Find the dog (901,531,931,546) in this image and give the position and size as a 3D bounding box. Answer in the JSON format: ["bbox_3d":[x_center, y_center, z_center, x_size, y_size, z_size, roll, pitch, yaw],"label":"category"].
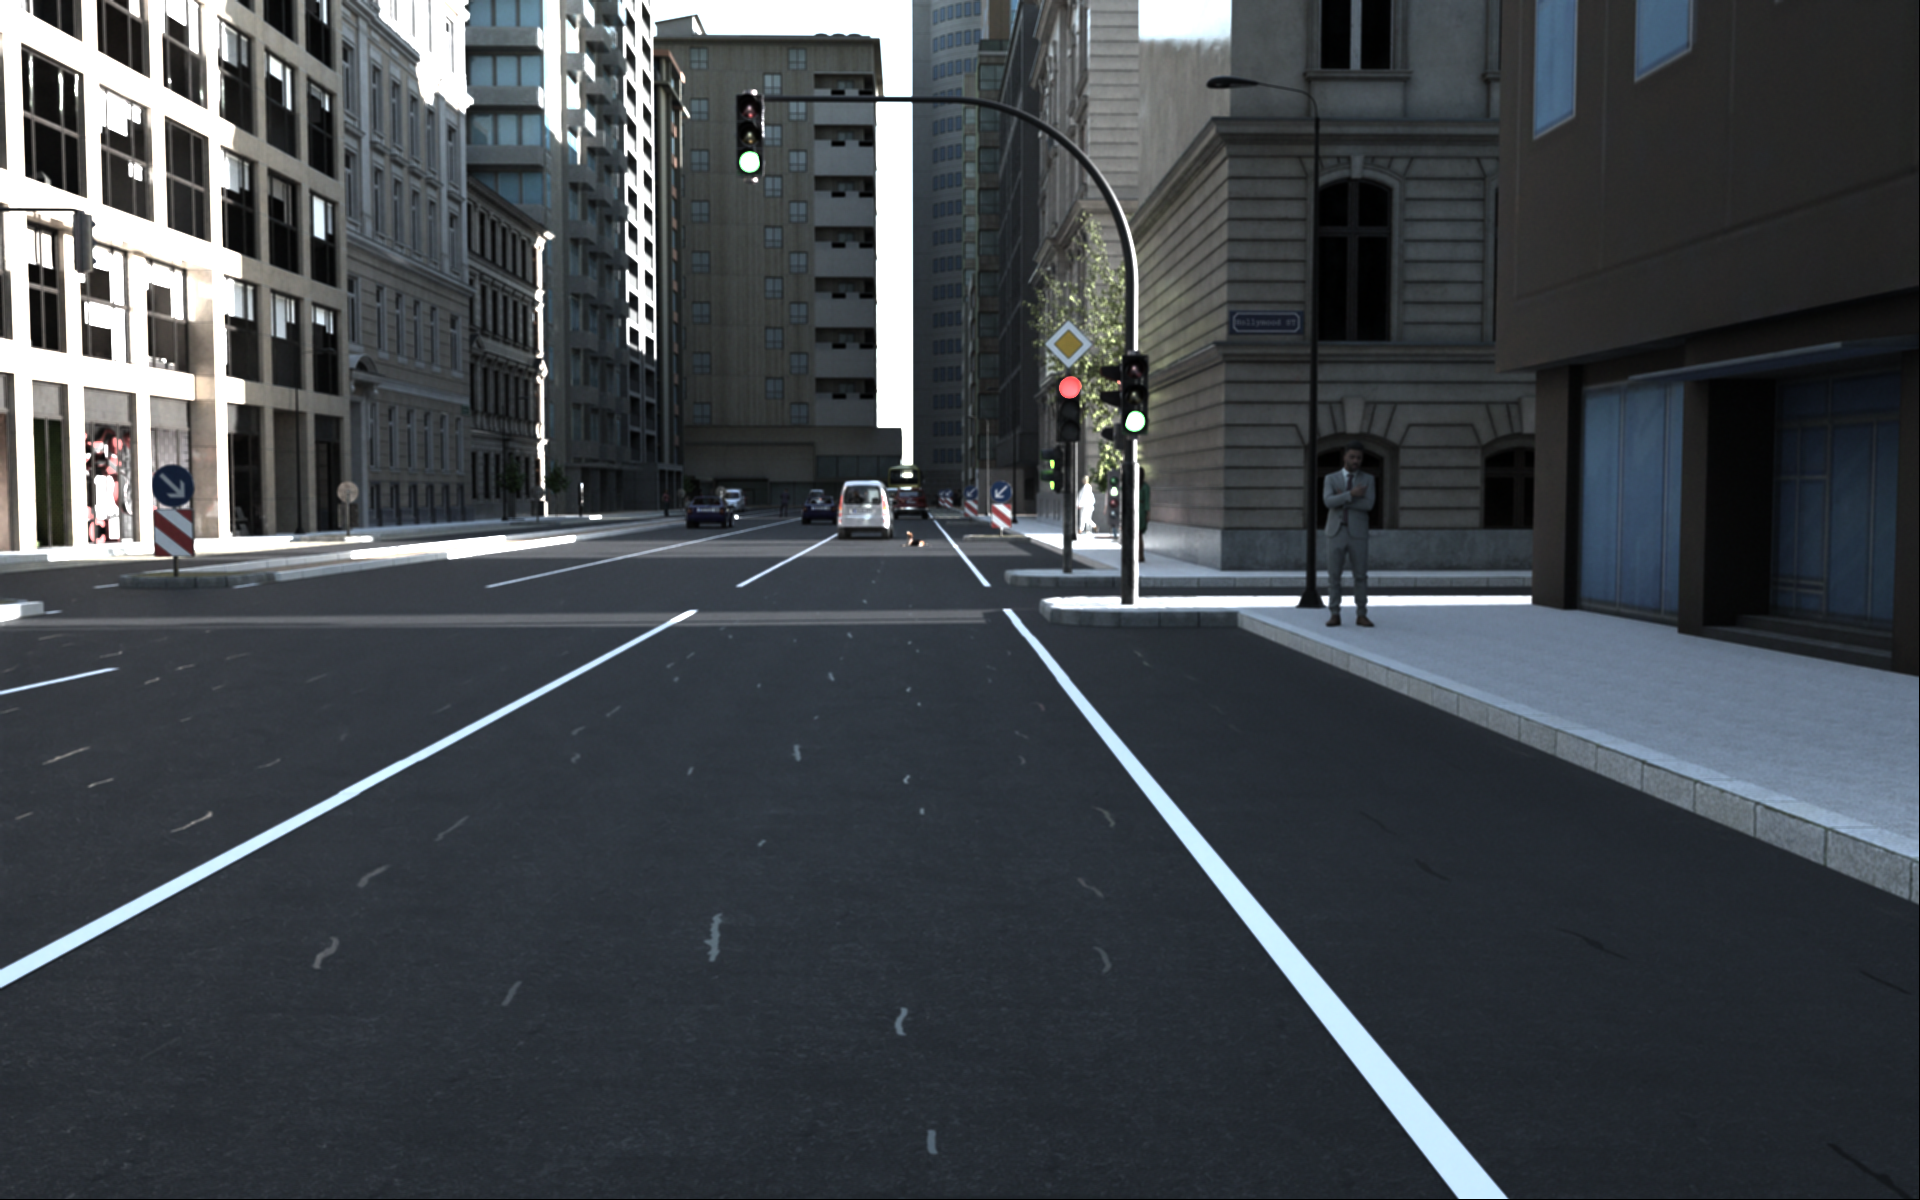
[{"bbox_3d":[-1.217,-1.686,47.766,0.748,0.427,0.550,2,4,27],"label":"dog"}]

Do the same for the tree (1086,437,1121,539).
[{"bbox_3d":[4.282,-3.388,49.999,1.663,3.219,1.824,0,3,0],"label":"tree"}]

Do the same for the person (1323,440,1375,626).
[{"bbox_3d":[3.768,-0.644,16.758,0.511,1.800,0.466,0,4,-2],"label":"person"}]

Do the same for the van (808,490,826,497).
[{"bbox_3d":[-13.695,-9.791,167.092,2.013,2.044,4.112,0,4,0],"label":"van"}]

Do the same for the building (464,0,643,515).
[{"bbox_3d":[-34.917,-30.418,116.944,23.786,49.044,30.456,0,4,-2],"label":"building"}]

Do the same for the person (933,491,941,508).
[{"bbox_3d":[-2.093,-9.313,161.563,0.742,1.727,0.445,-1,4,-14],"label":"person"}]

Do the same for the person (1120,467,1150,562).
[{"bbox_3d":[3.372,-1.609,32.594,0.600,1.795,0.529,3,4,37],"label":"person"}]

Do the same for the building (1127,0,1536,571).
[{"bbox_3d":[21.144,-13.131,33.774,34.723,24.649,14.460,0,4,-2],"label":"building"}]

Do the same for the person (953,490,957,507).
[{"bbox_3d":[-0.471,-10.119,172.413,0.541,1.710,0.530,-3,4,-36],"label":"person"}]

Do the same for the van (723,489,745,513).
[{"bbox_3d":[-17.478,-7.698,132.866,2.013,2.044,4.112,0,4,-1],"label":"van"}]

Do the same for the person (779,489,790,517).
[{"bbox_3d":[-10.810,-5.968,106.522,0.683,1.767,0.568,-1,4,-9],"label":"person"}]

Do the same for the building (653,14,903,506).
[{"bbox_3d":[-20.431,-37.354,199.975,27.495,52.752,28.713,0,4,-2],"label":"building"}]

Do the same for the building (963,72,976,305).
[{"bbox_3d":[7.220,-29.853,171.694,14.154,41.232,14.086,0,4,-2],"label":"building"}]

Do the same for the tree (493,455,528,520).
[{"bbox_3d":[-22.089,-5.535,85.103,1.663,3.219,1.824,0,3,0],"label":"tree"}]

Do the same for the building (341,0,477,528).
[{"bbox_3d":[-28.942,-17.454,71.284,13.634,28.700,20.117,0,4,-2],"label":"building"}]

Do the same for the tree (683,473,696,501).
[{"bbox_3d":[-24.535,-9.854,155.709,1.663,3.219,1.824,0,3,0],"label":"tree"}]

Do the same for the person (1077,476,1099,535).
[{"bbox_3d":[3.925,-2.912,53.529,0.818,1.842,0.514,0,4,-3],"label":"person"}]

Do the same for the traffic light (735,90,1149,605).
[{"bbox_3d":[-0.143,-2.764,19.851,4.771,5.953,1.251,0,4,-2],"label":"traffic light"}]

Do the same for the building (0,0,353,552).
[{"bbox_3d":[-30.665,-14.609,43.377,19.350,26.468,34.151,0,4,-2],"label":"building"}]

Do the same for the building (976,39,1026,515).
[{"bbox_3d":[7.976,-20.949,114.216,14.160,30.474,14.107,0,4,-2],"label":"building"}]

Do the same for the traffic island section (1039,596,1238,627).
[{"bbox_3d":[1.986,0.129,20.164,2.009,0.180,2.903,0,4,-2],"label":"traffic island section"}]

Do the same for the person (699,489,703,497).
[{"bbox_3d":[-24.109,-9.481,161.732,0.721,1.739,1.217,-2,4,-25],"label":"person"}]

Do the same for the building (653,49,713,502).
[{"bbox_3d":[-39.619,-31.295,166.294,28.867,44.769,22.147,0,4,-2],"label":"building"}]

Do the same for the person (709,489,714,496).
[{"bbox_3d":[-24.827,-10.201,173.380,0.434,1.755,0.990,2,4,23],"label":"person"}]

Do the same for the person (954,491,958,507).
[{"bbox_3d":[-0.410,-10.290,175.758,0.415,1.643,0.593,2,4,33],"label":"person"}]

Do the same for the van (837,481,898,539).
[{"bbox_3d":[-3.035,-2.999,56.053,2.013,2.044,4.112,0,4,0],"label":"van"}]

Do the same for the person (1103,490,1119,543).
[{"bbox_3d":[4.221,-2.386,45.732,0.731,1.740,0.598,-3,4,-37],"label":"person"}]

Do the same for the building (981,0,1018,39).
[{"bbox_3d":[8.703,-29.238,128.160,14.600,45.320,14.200,0,4,-2],"label":"building"}]

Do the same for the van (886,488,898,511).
[{"bbox_3d":[-4.954,-7.294,126.266,2.013,2.044,4.112,0,4,-2],"label":"van"}]

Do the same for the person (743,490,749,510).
[{"bbox_3d":[-18.680,-8.693,151.071,0.568,1.767,0.683,1,4,20],"label":"person"}]

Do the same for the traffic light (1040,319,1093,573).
[{"bbox_3d":[1.729,-2.392,28.031,0.839,4.253,0.868,0,4,-2],"label":"traffic light"}]

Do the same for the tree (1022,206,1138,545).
[{"bbox_3d":[3.861,-5.709,43.697,4.737,8.622,4.395,0,3,0],"label":"tree"}]

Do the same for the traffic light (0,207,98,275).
[{"bbox_3d":[-16.236,-3.235,27.565,4.771,5.953,1.251,0,4,-2],"label":"traffic light"}]

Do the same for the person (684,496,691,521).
[{"bbox_3d":[-14.625,-4.918,93.174,0.475,1.303,0.640,1,4,17],"label":"person"}]

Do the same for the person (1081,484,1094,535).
[{"bbox_3d":[4.038,-2.870,54.780,0.330,1.601,0.589,2,4,33],"label":"person"}]

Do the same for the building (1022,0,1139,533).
[{"bbox_3d":[9.997,-17.110,67.139,14.401,28.519,23.554,0,4,-2],"label":"building"}]

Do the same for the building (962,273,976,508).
[{"bbox_3d":[14.358,-18.694,150.687,27.650,21.520,28.899,0,4,-2],"label":"building"}]

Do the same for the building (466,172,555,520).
[{"bbox_3d":[-28.518,-13.861,91.261,10.561,19.102,19.286,0,4,-2],"label":"building"}]

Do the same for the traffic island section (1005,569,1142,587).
[{"bbox_3d":[1.769,-0.359,28.146,2.009,0.180,2.903,0,4,-2],"label":"traffic island section"}]

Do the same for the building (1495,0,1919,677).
[{"bbox_3d":[13.392,-22.152,12.298,14.600,45.320,14.200,0,4,-2],"label":"building"}]

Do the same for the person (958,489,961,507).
[{"bbox_3d":[-0.157,-9.746,166.102,0.721,1.735,1.217,0,4,-4],"label":"person"}]

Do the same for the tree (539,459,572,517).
[{"bbox_3d":[-22.229,-6.193,95.855,1.663,3.219,1.824,0,3,0],"label":"tree"}]

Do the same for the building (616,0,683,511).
[{"bbox_3d":[-33.844,-43.030,141.792,20.563,71.187,20.611,0,4,-2],"label":"building"}]

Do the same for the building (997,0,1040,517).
[{"bbox_3d":[9.572,-18.189,90.899,14.314,27.812,24.014,0,4,-2],"label":"building"}]

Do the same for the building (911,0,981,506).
[{"bbox_3d":[8.628,-40.070,197.143,28.212,58.520,21.231,0,4,-2],"label":"building"}]

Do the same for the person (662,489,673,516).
[{"bbox_3d":[-19.288,-6.421,114.205,0.721,1.743,1.217,2,4,25],"label":"person"}]
